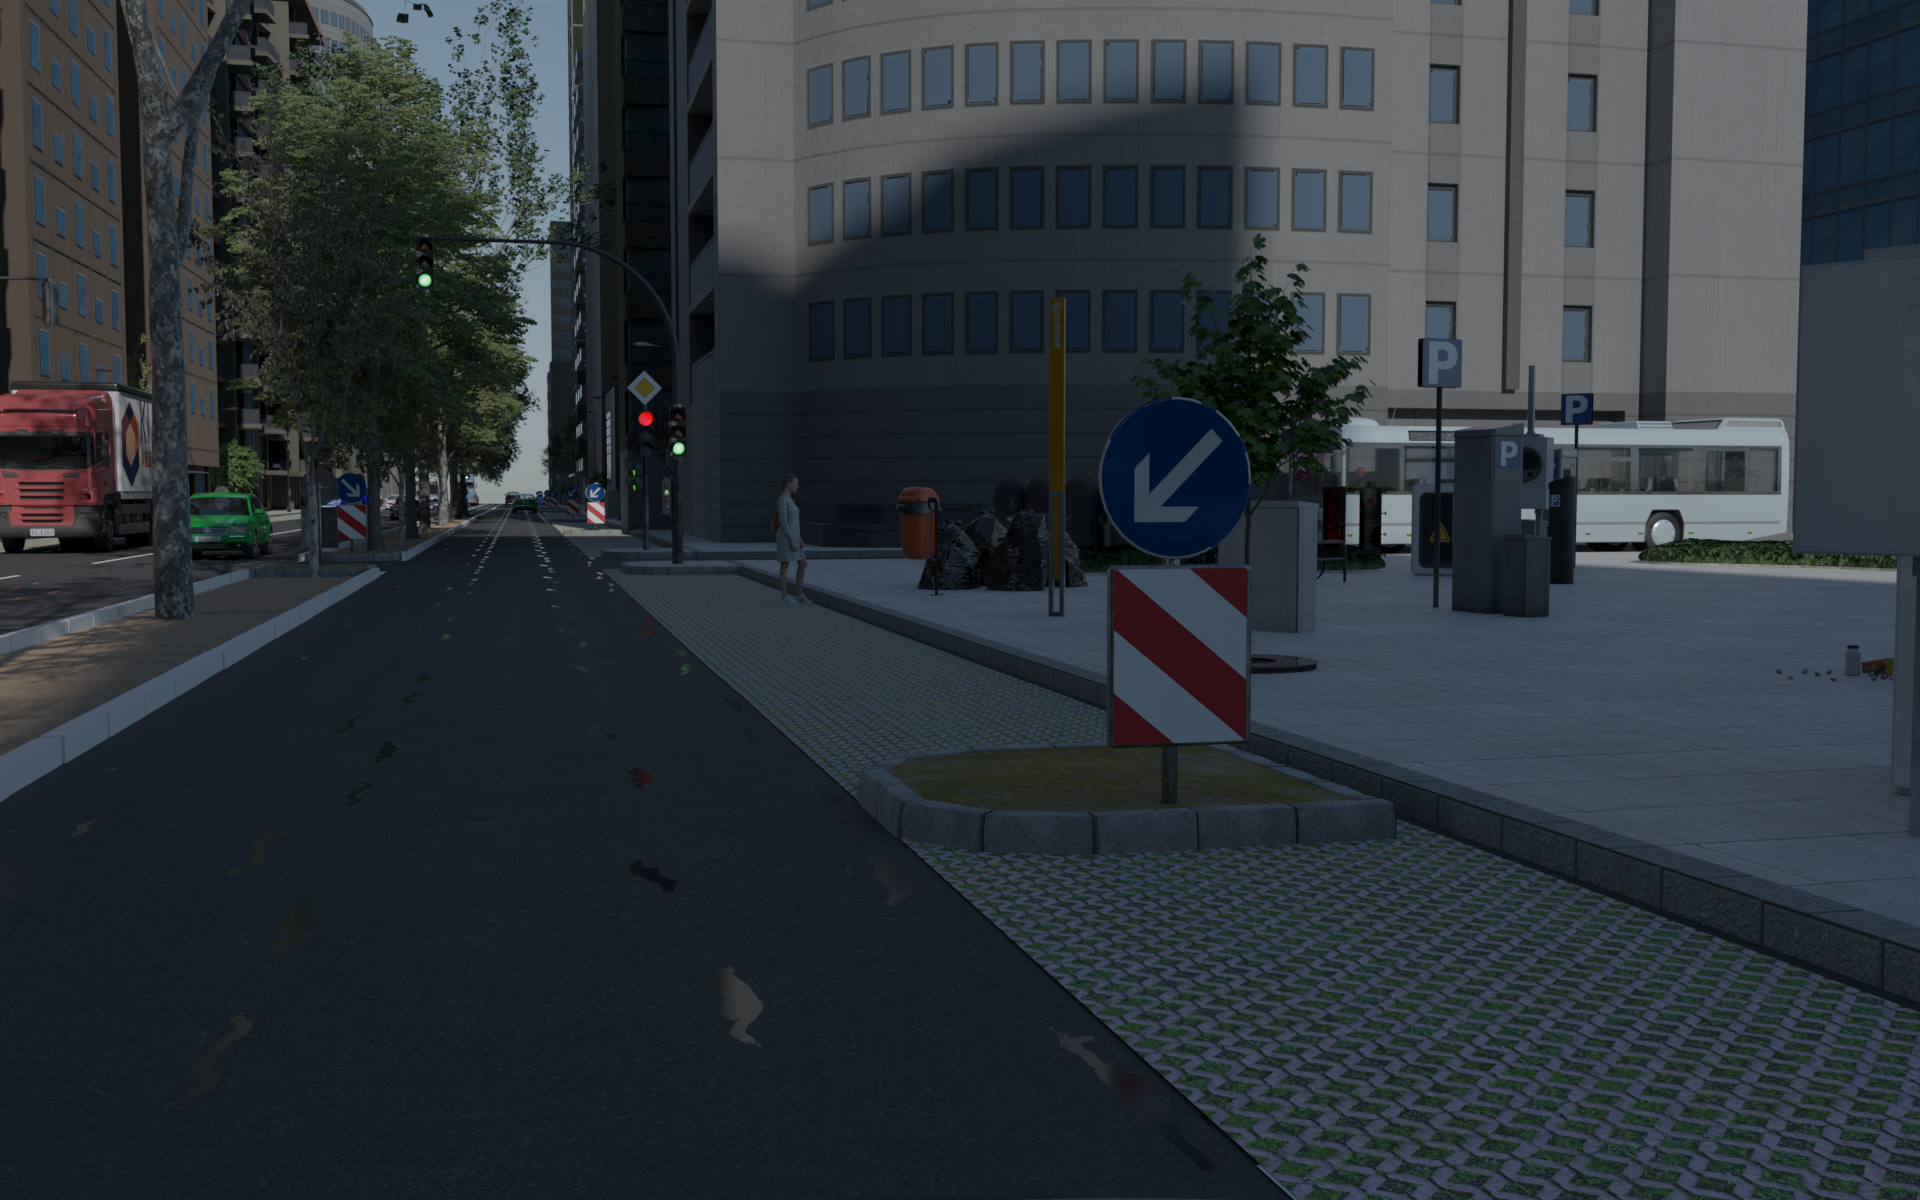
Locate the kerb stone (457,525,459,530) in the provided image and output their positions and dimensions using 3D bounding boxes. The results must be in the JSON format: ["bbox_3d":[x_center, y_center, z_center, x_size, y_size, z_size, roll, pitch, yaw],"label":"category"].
[{"bbox_3d":[-19.498,-2.727,66.823,0.120,0.150,1.000,-1,4,-14],"label":"kerb stone"}]

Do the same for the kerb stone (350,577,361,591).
[{"bbox_3d":[-8.990,-0.207,25.574,0.120,0.150,1.000,-1,4,-14],"label":"kerb stone"}]

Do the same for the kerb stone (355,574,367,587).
[{"bbox_3d":[-9.250,-0.268,26.573,0.120,0.150,1.000,-1,4,-14],"label":"kerb stone"}]

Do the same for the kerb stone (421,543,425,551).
[{"bbox_3d":[-13.424,-1.271,42.977,0.120,0.150,1.000,-1,4,-14],"label":"kerb stone"}]

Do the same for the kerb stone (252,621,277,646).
[{"bbox_3d":[-6.715,0.340,16.632,0.120,0.150,1.000,-1,4,-14],"label":"kerb stone"}]

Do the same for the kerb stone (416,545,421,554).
[{"bbox_3d":[-12.915,-1.149,40.989,0.120,0.150,1.000,-1,4,-14],"label":"kerb stone"}]

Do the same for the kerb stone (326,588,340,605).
[{"bbox_3d":[-8.232,-0.023,22.594,0.120,0.150,1.000,-1,4,-14],"label":"kerb stone"}]

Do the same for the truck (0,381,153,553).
[{"bbox_3d":[-22.879,-3.457,45.442,2.839,4.237,11.283,-1,4,-15],"label":"truck"}]

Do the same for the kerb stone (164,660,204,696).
[{"bbox_3d":[-5.699,0.583,12.656,0.120,0.150,1.000,-1,4,-14],"label":"kerb stone"}]

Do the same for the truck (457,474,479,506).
[{"bbox_3d":[-60.941,-13.703,213.803,2.967,4.110,18.799,-1,4,-14],"label":"truck"}]

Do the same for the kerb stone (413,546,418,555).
[{"bbox_3d":[-12.665,-1.088,39.989,0.120,0.150,1.000,-1,4,-14],"label":"kerb stone"}]

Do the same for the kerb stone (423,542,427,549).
[{"bbox_3d":[-13.679,-1.332,43.974,0.120,0.150,1.000,-1,4,-14],"label":"kerb stone"}]

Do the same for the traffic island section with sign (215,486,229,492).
[{"bbox_3d":[-35.546,-4.574,83.409,1.989,1.847,2.006,-1,4,-14],"label":"traffic island section with sign"}]

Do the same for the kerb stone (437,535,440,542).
[{"bbox_3d":[-15.446,-1.758,50.934,0.120,0.150,1.000,-1,4,-14],"label":"kerb stone"}]

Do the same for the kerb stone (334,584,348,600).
[{"bbox_3d":[-8.481,-0.085,23.586,0.120,0.150,1.000,-1,4,-14],"label":"kerb stone"}]

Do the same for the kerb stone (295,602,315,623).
[{"bbox_3d":[-7.459,0.158,19.616,0.120,0.150,1.000,-1,4,-14],"label":"kerb stone"}]

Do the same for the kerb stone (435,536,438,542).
[{"bbox_3d":[-15.197,-1.695,49.937,0.120,0.150,1.000,-1,4,-14],"label":"kerb stone"}]

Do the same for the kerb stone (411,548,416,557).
[{"bbox_3d":[-12.407,-1.020,39.000,0.120,0.150,1.000,-1,4,-14],"label":"kerb stone"}]

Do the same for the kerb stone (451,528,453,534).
[{"bbox_3d":[-17.982,-2.365,60.860,0.120,0.150,1.000,-1,4,-14],"label":"kerb stone"}]

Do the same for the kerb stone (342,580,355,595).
[{"bbox_3d":[-8.736,-0.146,24.584,0.120,0.150,1.000,-1,4,-14],"label":"kerb stone"}]

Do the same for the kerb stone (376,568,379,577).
[{"bbox_3d":[-10.007,-0.446,29.547,0.120,0.150,1.000,-1,4,-14],"label":"kerb stone"}]

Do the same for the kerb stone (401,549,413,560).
[{"bbox_3d":[-12.160,-0.964,38.008,0.120,0.150,1.000,-1,4,-14],"label":"kerb stone"}]

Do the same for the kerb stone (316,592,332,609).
[{"bbox_3d":[-7.978,0.037,21.594,0.120,0.150,1.000,-1,4,-14],"label":"kerb stone"}]

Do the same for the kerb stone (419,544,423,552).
[{"bbox_3d":[-13.165,-1.210,41.980,0.120,0.150,1.000,-1,4,-14],"label":"kerb stone"}]

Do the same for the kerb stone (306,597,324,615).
[{"bbox_3d":[-7.722,0.097,20.604,0.120,0.150,1.000,-1,4,-14],"label":"kerb stone"}]

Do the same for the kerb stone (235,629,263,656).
[{"bbox_3d":[-6.458,0.401,15.638,0.120,0.150,1.000,-1,4,-14],"label":"kerb stone"}]

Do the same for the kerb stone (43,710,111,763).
[{"bbox_3d":[-4.940,0.766,9.676,0.120,0.150,1.000,-1,4,-14],"label":"kerb stone"}]

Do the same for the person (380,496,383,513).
[{"bbox_3d":[-43.997,-7.320,131.365,0.799,1.438,0.628,2,4,31],"label":"person"}]

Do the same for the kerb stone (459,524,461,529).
[{"bbox_3d":[-19.998,-2.845,68.807,0.120,0.150,1.000,-1,4,-14],"label":"kerb stone"}]

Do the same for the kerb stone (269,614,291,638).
[{"bbox_3d":[-6.963,0.280,17.633,0.120,0.150,1.000,-1,4,-14],"label":"kerb stone"}]

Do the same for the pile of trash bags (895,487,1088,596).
[{"bbox_3d":[0.240,-0.824,23.222,1.912,1.369,3.447,2,4,32],"label":"pile of trash bags"}]

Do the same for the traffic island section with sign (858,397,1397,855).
[{"bbox_3d":[0.595,0.050,7.813,1.989,1.847,2.006,-1,4,-14],"label":"traffic island section with sign"}]

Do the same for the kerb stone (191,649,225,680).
[{"bbox_3d":[-5.957,0.523,13.646,0.120,0.150,1.000,-1,4,-14],"label":"kerb stone"}]

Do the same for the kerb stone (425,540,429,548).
[{"bbox_3d":[-13.933,-1.391,44.969,0.120,0.150,1.000,-1,4,-14],"label":"kerb stone"}]

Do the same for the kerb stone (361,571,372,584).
[{"bbox_3d":[-9.503,-0.327,27.565,0.120,0.150,1.000,-1,4,-14],"label":"kerb stone"}]

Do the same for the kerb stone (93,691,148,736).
[{"bbox_3d":[-5.190,0.705,10.668,0.120,0.150,1.000,-1,4,-14],"label":"kerb stone"}]

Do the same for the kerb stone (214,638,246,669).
[{"bbox_3d":[-6.200,0.462,14.639,0.120,0.150,1.000,-1,4,-14],"label":"kerb stone"}]

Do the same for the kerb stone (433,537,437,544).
[{"bbox_3d":[-14.946,-1.635,48.946,0.120,0.150,1.000,-1,4,-14],"label":"kerb stone"}]

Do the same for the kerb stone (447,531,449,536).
[{"bbox_3d":[-16.959,-2.122,56.898,0.120,0.150,1.000,-1,4,-14],"label":"kerb stone"}]

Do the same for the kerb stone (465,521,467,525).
[{"bbox_3d":[-21.776,-3.272,75.762,0.120,0.150,1.000,-1,4,-14],"label":"kerb stone"}]

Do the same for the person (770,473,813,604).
[{"bbox_3d":[-2.218,-0.794,22.492,0.522,1.701,0.512,0,4,7],"label":"person"}]

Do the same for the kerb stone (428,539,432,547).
[{"bbox_3d":[-14.180,-1.451,45.961,0.120,0.150,1.000,-1,4,-14],"label":"kerb stone"}]

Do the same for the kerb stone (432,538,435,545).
[{"bbox_3d":[-14.691,-1.575,47.953,0.120,0.150,1.000,-1,4,-14],"label":"kerb stone"}]

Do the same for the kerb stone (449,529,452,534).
[{"bbox_3d":[-17.727,-2.304,59.866,0.120,0.150,1.000,-1,4,-14],"label":"kerb stone"}]

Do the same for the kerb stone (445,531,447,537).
[{"bbox_3d":[-16.715,-2.062,55.905,0.120,0.150,1.000,-1,4,-14],"label":"kerb stone"}]

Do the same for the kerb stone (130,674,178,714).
[{"bbox_3d":[-5.446,0.644,11.663,0.120,0.150,1.000,-1,4,-14],"label":"kerb stone"}]

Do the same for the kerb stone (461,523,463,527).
[{"bbox_3d":[-20.508,-2.972,70.794,0.120,0.150,1.000,-1,4,-14],"label":"kerb stone"}]

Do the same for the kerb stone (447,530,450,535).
[{"bbox_3d":[-17.221,-2.183,57.886,0.120,0.150,1.000,-1,4,-14],"label":"kerb stone"}]

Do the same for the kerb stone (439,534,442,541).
[{"bbox_3d":[-15.700,-1.817,51.925,0.120,0.150,1.000,-1,4,-14],"label":"kerb stone"}]

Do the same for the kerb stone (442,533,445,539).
[{"bbox_3d":[-16.207,-1.940,53.915,0.120,0.150,1.000,-1,4,-14],"label":"kerb stone"}]

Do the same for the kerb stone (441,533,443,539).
[{"bbox_3d":[-15.956,-1.879,52.922,0.120,0.150,1.000,-1,4,-14],"label":"kerb stone"}]

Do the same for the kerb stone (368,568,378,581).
[{"bbox_3d":[-9.748,-0.389,28.558,0.120,0.150,1.000,-1,4,-14],"label":"kerb stone"}]

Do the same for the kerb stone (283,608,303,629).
[{"bbox_3d":[-7.215,0.218,18.623,0.120,0.150,1.000,-1,4,-14],"label":"kerb stone"}]

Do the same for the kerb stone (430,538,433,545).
[{"bbox_3d":[-14.441,-1.515,46.960,0.120,0.150,1.000,-1,4,-14],"label":"kerb stone"}]

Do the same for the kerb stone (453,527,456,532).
[{"bbox_3d":[-18.479,-2.486,62.845,0.120,0.150,1.000,-1,4,-14],"label":"kerb stone"}]

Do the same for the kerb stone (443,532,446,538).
[{"bbox_3d":[-16.465,-1.998,54.908,0.120,0.150,1.000,-1,4,-14],"label":"kerb stone"}]
